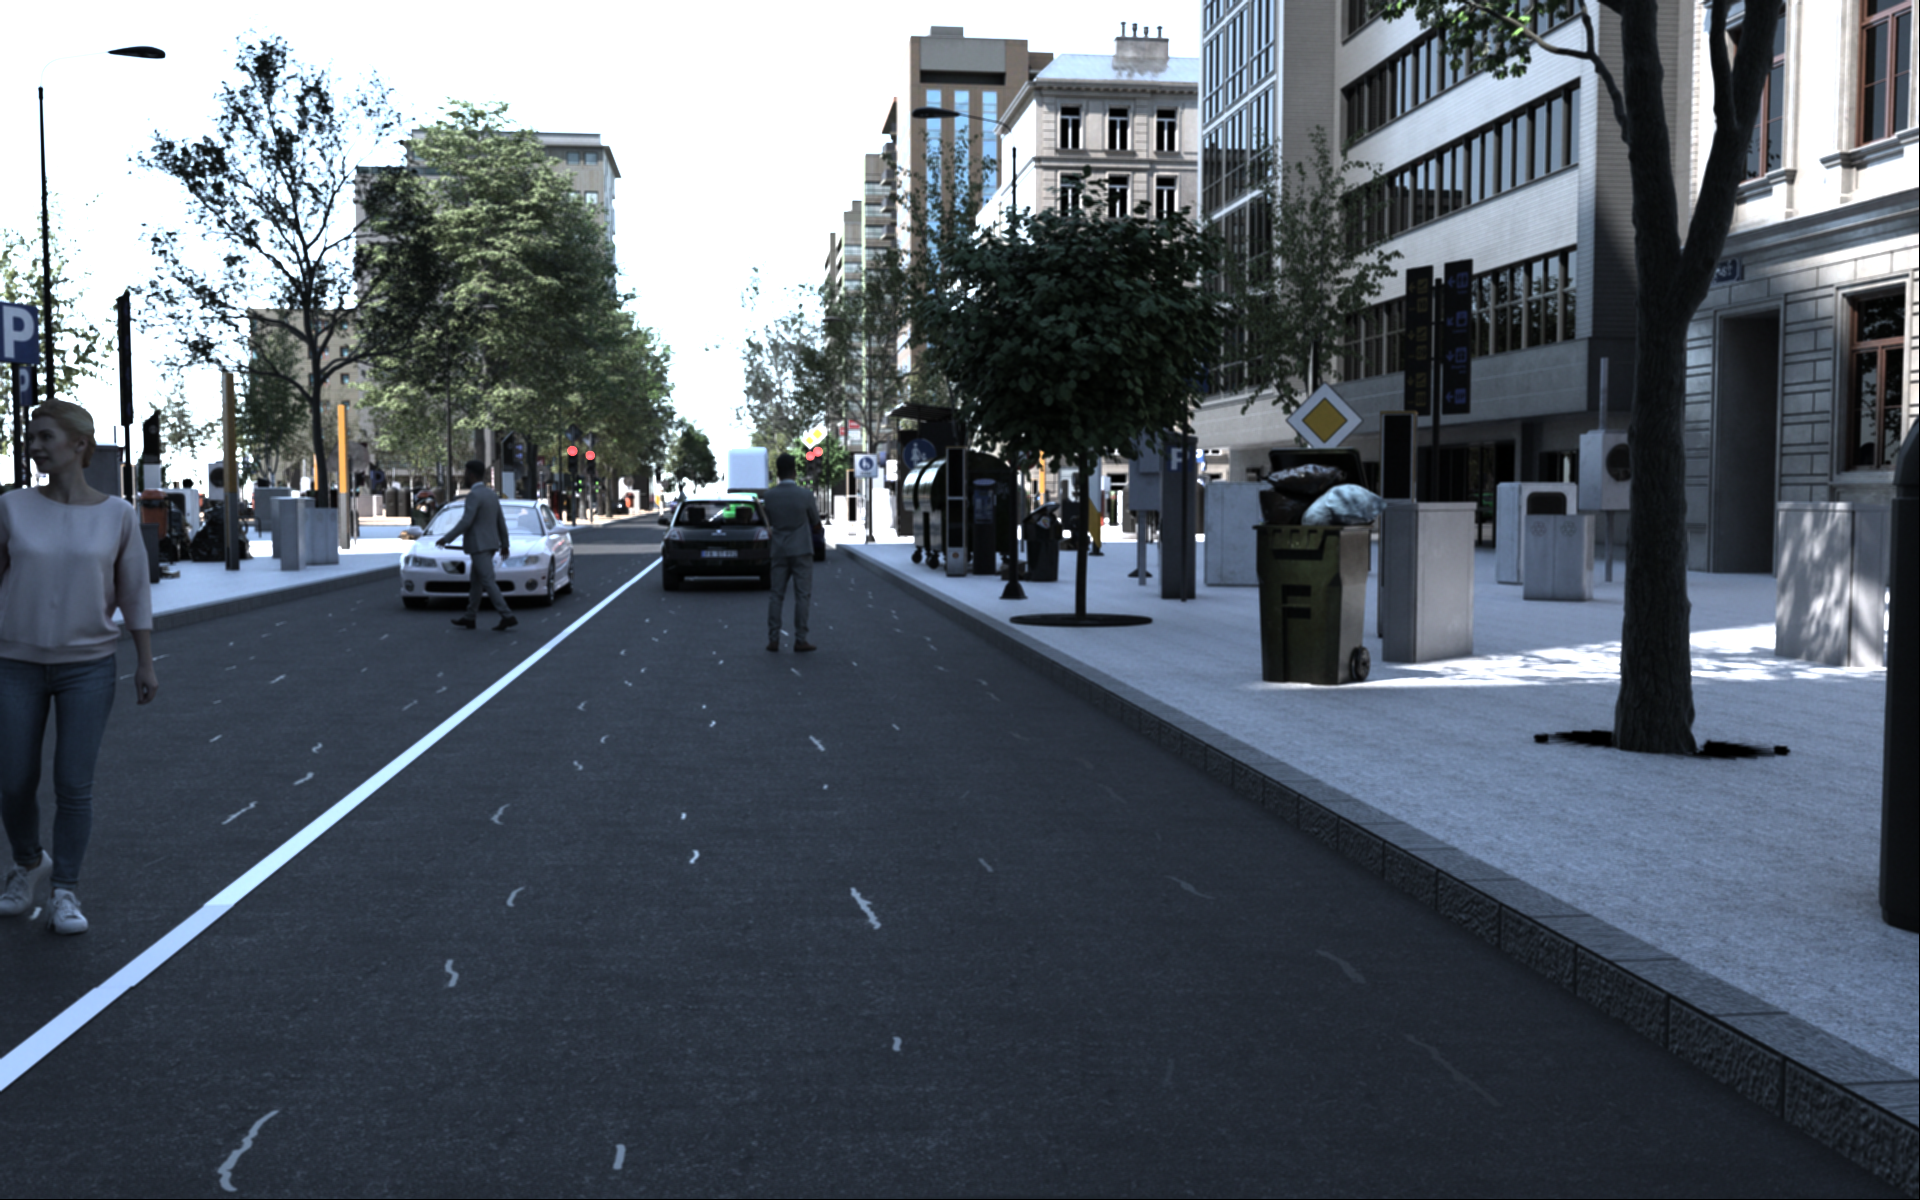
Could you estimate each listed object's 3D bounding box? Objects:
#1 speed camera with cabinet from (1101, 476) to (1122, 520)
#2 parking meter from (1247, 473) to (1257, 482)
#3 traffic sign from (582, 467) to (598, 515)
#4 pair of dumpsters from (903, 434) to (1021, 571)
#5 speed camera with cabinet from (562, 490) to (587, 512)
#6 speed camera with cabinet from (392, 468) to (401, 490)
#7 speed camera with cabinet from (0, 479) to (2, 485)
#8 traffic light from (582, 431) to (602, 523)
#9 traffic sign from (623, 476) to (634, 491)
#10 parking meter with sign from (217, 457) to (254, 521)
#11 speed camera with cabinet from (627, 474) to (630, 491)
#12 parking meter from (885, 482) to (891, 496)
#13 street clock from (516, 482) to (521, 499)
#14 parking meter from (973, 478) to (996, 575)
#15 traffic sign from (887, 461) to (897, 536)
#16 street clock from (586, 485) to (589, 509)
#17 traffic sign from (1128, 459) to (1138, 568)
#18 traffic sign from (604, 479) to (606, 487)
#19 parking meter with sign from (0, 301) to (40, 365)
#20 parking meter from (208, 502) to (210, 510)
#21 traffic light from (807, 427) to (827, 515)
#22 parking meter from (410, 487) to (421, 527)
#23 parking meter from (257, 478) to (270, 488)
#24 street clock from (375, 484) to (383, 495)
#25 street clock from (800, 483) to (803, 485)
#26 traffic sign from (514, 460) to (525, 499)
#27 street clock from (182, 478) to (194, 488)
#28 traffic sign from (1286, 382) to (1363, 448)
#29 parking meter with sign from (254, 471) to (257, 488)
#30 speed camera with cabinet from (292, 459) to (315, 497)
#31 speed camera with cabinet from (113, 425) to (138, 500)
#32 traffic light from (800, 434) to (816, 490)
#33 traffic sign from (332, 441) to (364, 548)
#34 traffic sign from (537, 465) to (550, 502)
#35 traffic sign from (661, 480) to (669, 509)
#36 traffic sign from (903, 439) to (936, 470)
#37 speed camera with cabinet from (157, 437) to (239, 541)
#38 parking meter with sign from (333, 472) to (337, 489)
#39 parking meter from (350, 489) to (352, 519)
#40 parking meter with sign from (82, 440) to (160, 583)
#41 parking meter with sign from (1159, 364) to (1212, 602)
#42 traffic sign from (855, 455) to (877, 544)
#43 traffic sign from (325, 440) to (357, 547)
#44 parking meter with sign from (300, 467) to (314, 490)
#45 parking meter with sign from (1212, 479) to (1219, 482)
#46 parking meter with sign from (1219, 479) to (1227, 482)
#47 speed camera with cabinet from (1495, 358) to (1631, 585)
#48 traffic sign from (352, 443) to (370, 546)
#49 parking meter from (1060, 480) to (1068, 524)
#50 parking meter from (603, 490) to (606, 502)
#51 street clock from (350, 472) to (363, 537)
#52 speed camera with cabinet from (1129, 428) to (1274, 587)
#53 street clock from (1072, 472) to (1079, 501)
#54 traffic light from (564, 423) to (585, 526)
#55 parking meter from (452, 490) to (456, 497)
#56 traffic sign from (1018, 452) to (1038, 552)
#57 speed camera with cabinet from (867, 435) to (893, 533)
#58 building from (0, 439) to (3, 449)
[{"bbox_3d":[7.547,-5.596,85.824,0.660,3.252,2.038,-3,5,-41],"label":"speed camera with cabinet"},{"bbox_3d":[8.013,-2.561,47.590,0.255,1.863,0.399,0,4,2],"label":"parking meter"},{"bbox_3d":[-17.113,-4.894,80.125,0.768,2.556,0.104,0,4,-6],"label":"traffic sign"},{"bbox_3d":[-0.009,-1.687,30.080,1.574,2.255,4.437,0,4,-7],"label":"pair of dumpsters"},{"bbox_3d":[-27.521,-7.861,122.866,2.038,3.252,0.660,-2,4,-32],"label":"speed camera with cabinet"},{"bbox_3d":[-42.648,-8.377,131.293,0.660,3.252,2.038,-1,4,-22],"label":"speed camera with cabinet"},{"bbox_3d":[-54.253,-6.316,97.603,0.660,3.252,2.038,-2,4,-33],"label":"speed camera with cabinet"},{"bbox_3d":[-16.275,-5.357,76.503,0.839,4.253,0.868,0,4,-7],"label":"traffic light"},{"bbox_3d":[-22.825,-7.291,119.310,0.768,2.556,0.104,0,4,-2],"label":"traffic sign"},{"bbox_3d":[-34.396,-5.218,81.570,1.738,3.016,0.543,0,4,5],"label":"parking meter with sign"},{"bbox_3d":[-25.311,-8.478,132.950,0.660,3.252,2.038,0,4,-2],"label":"speed camera with cabinet"},{"bbox_3d":[-3.320,-4.416,77.918,0.399,1.863,0.255,-1,4,-17],"label":"parking meter"},{"bbox_3d":[-26.916,-6.147,105.069,0.471,2.002,0.358,-3,5,-40],"label":"street clock"},{"bbox_3d":[0.385,-1.168,27.506,0.372,1.533,0.369,0,3,0],"label":"parking meter"},{"bbox_3d":[-1.940,-3.124,53.205,0.606,2.300,0.079,0,4,1],"label":"traffic sign"},{"bbox_3d":[-31.258,-8.608,145.309,0.358,2.002,0.471,2,4,31],"label":"street clock"},{"bbox_3d":[2.944,-1.725,28.305,0.768,2.556,0.104,0,4,2],"label":"traffic sign"},{"bbox_3d":[-27.693,-8.341,136.483,0.768,2.556,0.104,0,4,-6],"label":"traffic sign"},{"bbox_3d":[-9.450,-1.211,16.057,1.738,3.016,0.543,1,4,11],"label":"parking meter with sign"},{"bbox_3d":[-45.132,-5.872,104.419,0.372,1.533,0.369,0,3,0],"label":"parking meter"},{"bbox_3d":[-5.752,-4.946,69.780,0.839,4.253,0.868,0,4,-7],"label":"traffic light"},{"bbox_3d":[-18.826,-3.153,59.957,0.372,1.533,0.369,0,3,0],"label":"parking meter"},{"bbox_3d":[-24.812,-3.429,61.768,0.399,1.863,0.255,0,4,4],"label":"parking meter"},{"bbox_3d":[-42.205,-7.416,125.827,0.471,2.002,0.358,1,4,12],"label":"street clock"},{"bbox_3d":[-8.502,-5.389,92.675,0.358,2.002,0.471,1,4,12],"label":"street clock"},{"bbox_3d":[-16.746,-3.981,65.200,0.768,2.556,0.104,0,4,0],"label":"traffic sign"},{"bbox_3d":[-34.890,-4.509,78.288,0.471,2.002,0.358,-2,4,-32],"label":"street clock"},{"bbox_3d":[3.749,-1.021,17.885,0.795,2.450,0.064,0,4,1],"label":"traffic sign"},{"bbox_3d":[-41.264,-6.435,101.466,0.543,3.016,1.738,-3,5,-40],"label":"parking meter with sign"},{"bbox_3d":[-36.640,-6.251,96.547,0.660,3.252,2.038,0,4,5],"label":"speed camera with cabinet"},{"bbox_3d":[-23.942,-3.328,48.747,0.660,3.252,2.038,0,4,4],"label":"speed camera with cabinet"},{"bbox_3d":[-6.740,-5.430,77.704,0.839,4.253,0.868,0,4,-7],"label":"traffic light"},{"bbox_3d":[-14.646,-2.529,41.458,0.768,2.556,0.104,0,4,1],"label":"traffic sign"},{"bbox_3d":[-18.357,-4.640,75.977,0.768,2.556,0.104,0,4,2],"label":"traffic sign"},{"bbox_3d":[-25.770,-9.244,151.250,0.768,2.556,0.104,0,4,1],"label":"traffic sign"},{"bbox_3d":[-0.929,-2.432,39.869,0.768,2.556,0.104,0,4,-1],"label":"traffic sign"},{"bbox_3d":[-20.937,-3.254,47.535,2.038,3.252,0.660,0,4,-6],"label":"speed camera with cabinet"},{"bbox_3d":[-40.921,-7.194,113.881,0.543,3.016,1.738,0,4,-4],"label":"parking meter with sign"},{"bbox_3d":[-21.868,-3.421,61.647,0.399,1.863,0.255,-1,4,-17],"label":"parking meter"},{"bbox_3d":[-12.216,-1.716,24.321,0.543,3.016,1.738,3,4,38],"label":"parking meter with sign"},{"bbox_3d":[2.713,-1.538,21.405,0.543,3.016,1.738,0,4,3],"label":"parking meter with sign"},{"bbox_3d":[-2.406,-2.585,44.393,0.606,2.300,0.079,0,4,-6],"label":"traffic sign"},{"bbox_3d":[-15.039,-2.565,41.935,0.884,2.594,0.081,0,4,-3],"label":"traffic sign"},{"bbox_3d":[-42.870,-7.177,113.608,1.738,3.016,0.543,2,4,29],"label":"parking meter with sign"},{"bbox_3d":[9.340,-4.296,66.493,0.543,3.016,1.738,2,4,25],"label":"parking meter with sign"},{"bbox_3d":[13.173,-5.611,88.002,1.738,3.016,0.543,-1,4,-11],"label":"parking meter with sign"},{"bbox_3d":[8.739,-1.865,24.831,2.038,3.252,0.660,-1,4,-17],"label":"speed camera with cabinet"},{"bbox_3d":[-15.021,-2.620,42.948,0.768,2.556,0.104,0,4,-5],"label":"traffic sign"},{"bbox_3d":[4.257,-3.975,70.704,0.255,1.863,0.399,-1,4,-9],"label":"parking meter"},{"bbox_3d":[-24.285,-6.754,118.833,0.372,1.533,0.369,0,3,0],"label":"parking meter"},{"bbox_3d":[-18.147,-2.895,51.896,0.471,2.002,0.358,0,4,6],"label":"street clock"},{"bbox_3d":[3.418,-1.829,24.242,2.038,3.252,0.660,1,4,15],"label":"speed camera with cabinet"},{"bbox_3d":[3.886,-3.253,57.750,0.358,2.002,0.471,-1,4,-9],"label":"street clock"},{"bbox_3d":[-15.287,-4.872,68.579,0.839,4.253,0.868,0,4,-7],"label":"traffic light"},{"bbox_3d":[-34.259,-6.643,117.026,0.372,1.533,0.369,0,3,0],"label":"parking meter"},{"bbox_3d":[1.379,-2.328,38.171,0.768,2.556,0.104,0,4,-4],"label":"traffic sign"},{"bbox_3d":[-2.724,-3.854,57.351,0.660,3.252,2.038,-1,4,-10],"label":"speed camera with cabinet"},{"bbox_3d":[-42.959,-23.611,40.657,28.867,44.769,22.147,0,4,-7],"label":"building"}]
